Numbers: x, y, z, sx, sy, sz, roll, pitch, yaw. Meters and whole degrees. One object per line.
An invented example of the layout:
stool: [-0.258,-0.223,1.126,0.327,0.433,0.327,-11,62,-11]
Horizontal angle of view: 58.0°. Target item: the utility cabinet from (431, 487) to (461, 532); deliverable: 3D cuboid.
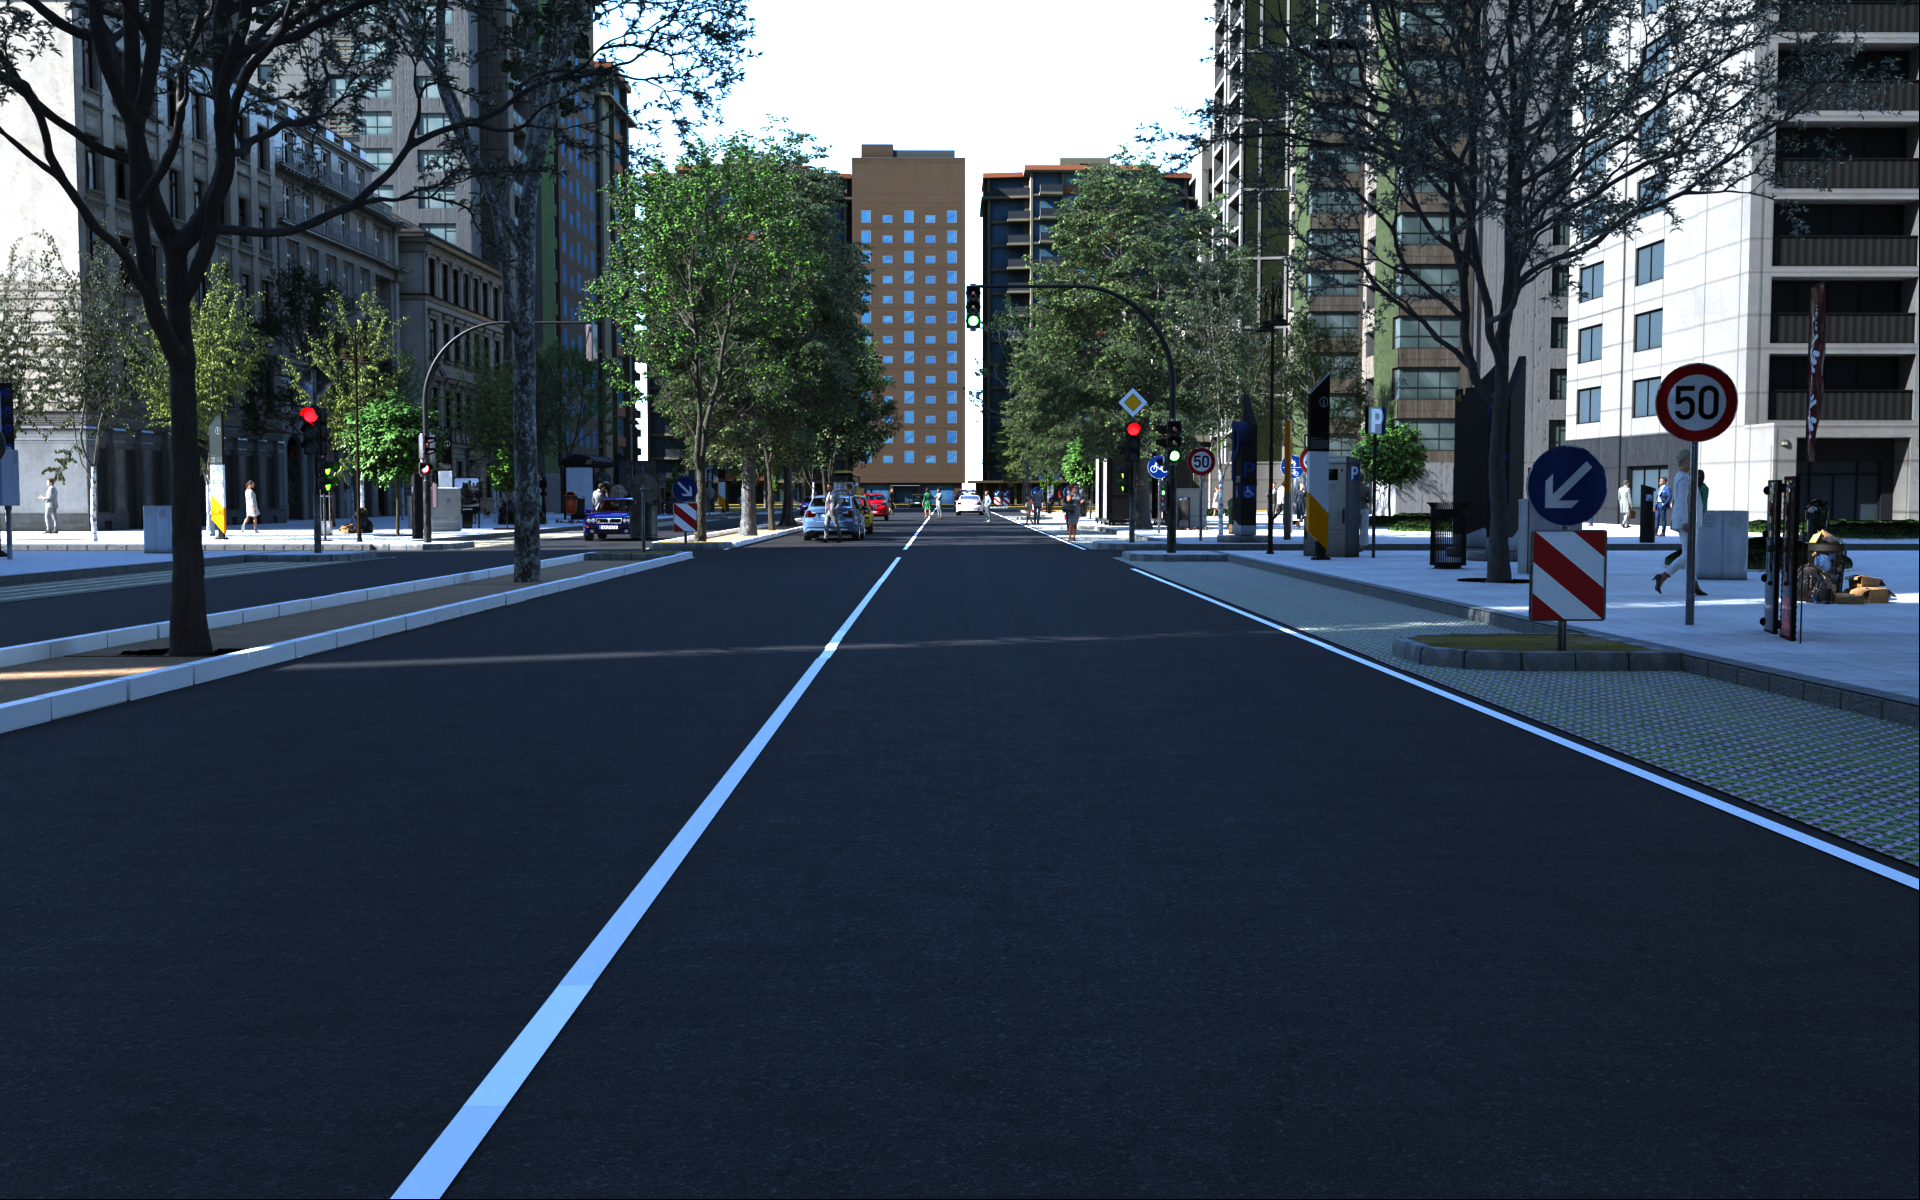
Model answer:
utility cabinet: [-17.295,-3.018,58.026,0.318,1.500,1.173,3,4,38]

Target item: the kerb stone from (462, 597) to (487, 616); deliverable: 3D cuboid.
kerb stone: [-5.884,0.091,20.703,0.120,0.150,1.000,0,4,0]

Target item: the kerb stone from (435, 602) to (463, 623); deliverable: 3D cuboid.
kerb stone: [-5.872,0.154,19.675,0.120,0.150,1.000,0,4,0]

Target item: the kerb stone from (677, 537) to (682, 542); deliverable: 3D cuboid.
kerb stone: [-8.202,-1.688,49.879,0.120,0.150,1.000,0,4,0]

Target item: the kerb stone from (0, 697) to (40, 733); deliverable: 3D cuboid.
kerb stone: [-5.803,0.719,10.444,0.120,0.150,1.000,0,4,0]

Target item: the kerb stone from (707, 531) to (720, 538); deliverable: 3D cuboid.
kerb stone: [-8.276,-2.194,58.086,0.120,0.150,1.000,0,4,0]

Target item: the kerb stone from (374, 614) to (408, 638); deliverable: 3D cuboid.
kerb stone: [-5.859,0.280,17.625,0.120,0.150,1.000,0,4,0]

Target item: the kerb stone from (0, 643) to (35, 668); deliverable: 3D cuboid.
kerb stone: [-7.933,0.471,14.491,0.120,0.150,1.000,0,4,0]

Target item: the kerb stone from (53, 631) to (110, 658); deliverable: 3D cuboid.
kerb stone: [-7.944,0.409,15.513,0.120,0.150,1.000,0,4,0]

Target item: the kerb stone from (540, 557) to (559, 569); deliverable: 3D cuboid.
kerb stone: [-8.077,-0.719,33.955,0.120,0.150,1.000,0,4,0]

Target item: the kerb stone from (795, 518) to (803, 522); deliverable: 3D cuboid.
kerb stone: [-8.522,-4.264,91.906,0.120,0.150,1.000,0,4,0]

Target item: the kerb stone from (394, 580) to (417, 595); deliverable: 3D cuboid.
kerb stone: [-8.013,-0.156,24.743,0.120,0.150,1.000,0,4,0]

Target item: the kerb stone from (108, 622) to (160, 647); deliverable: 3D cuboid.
kerb stone: [-7.953,0.346,16.535,0.120,0.150,1.000,0,4,0]

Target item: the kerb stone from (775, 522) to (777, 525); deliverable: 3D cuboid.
kerb stone: [-8.409,-3.381,77.554,0.120,0.150,1.000,0,4,0]

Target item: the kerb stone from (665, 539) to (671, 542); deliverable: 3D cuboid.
kerb stone: [-8.192,-1.568,47.834,0.120,0.150,1.000,0,4,0]

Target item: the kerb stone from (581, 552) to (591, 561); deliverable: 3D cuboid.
kerb stone: [-8.105,-0.908,37.040,0.120,0.150,1.000,0,4,0]

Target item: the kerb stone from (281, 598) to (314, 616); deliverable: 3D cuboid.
kerb stone: [-7.977,0.095,20.645,0.120,0.150,1.000,0,4,0]

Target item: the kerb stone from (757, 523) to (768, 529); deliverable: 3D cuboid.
kerb stone: [-8.378,-3.131,73.463,0.120,0.150,1.000,0,4,0]

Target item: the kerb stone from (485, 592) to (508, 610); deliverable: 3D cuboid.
kerb stone: [-5.894,0.030,21.727,0.120,0.150,1.000,0,4,0]

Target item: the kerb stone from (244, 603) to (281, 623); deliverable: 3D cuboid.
kerb stone: [-7.972,0.159,19.616,0.120,0.150,1.000,0,4,0]

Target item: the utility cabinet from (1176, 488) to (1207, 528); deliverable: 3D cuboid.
utility cabinet: [8.577,-3.411,64.445,1.173,1.500,0.318,0,4,-1]

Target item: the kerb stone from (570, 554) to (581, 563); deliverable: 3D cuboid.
kerb stone: [-8.099,-0.845,36.004,0.120,0.150,1.000,0,4,0]

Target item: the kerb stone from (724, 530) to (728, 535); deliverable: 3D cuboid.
kerb stone: [-8.281,-2.319,60.130,0.120,0.150,1.000,0,4,0]

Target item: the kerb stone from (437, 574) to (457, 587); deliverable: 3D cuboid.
kerb stone: [-8.027,-0.281,26.789,0.120,0.150,1.000,0,4,0]

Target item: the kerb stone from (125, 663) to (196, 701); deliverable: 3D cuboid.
kerb stone: [-5.811,0.593,12.495,0.120,0.150,1.000,0,4,0]

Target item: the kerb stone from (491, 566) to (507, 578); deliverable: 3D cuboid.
kerb stone: [-8.043,-0.469,29.858,0.120,0.150,1.000,0,4,0]

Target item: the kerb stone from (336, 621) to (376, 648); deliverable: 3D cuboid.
kerb stone: [-5.853,0.342,16.603,0.120,0.150,1.000,0,4,0]

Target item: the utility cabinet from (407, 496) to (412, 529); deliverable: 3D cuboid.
utility cabinet: [-20.398,-3.268,64.592,0.306,1.237,1.020,-1,4,-23]

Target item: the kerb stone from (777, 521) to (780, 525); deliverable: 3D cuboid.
kerb stone: [-8.437,-3.572,80.633,0.120,0.150,1.000,0,4,0]

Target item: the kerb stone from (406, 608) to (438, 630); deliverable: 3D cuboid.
kerb stone: [-5.861,0.217,18.651,0.120,0.150,1.000,0,4,0]

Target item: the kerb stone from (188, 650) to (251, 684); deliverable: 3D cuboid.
kerb stone: [-5.821,0.530,13.533,0.120,0.150,1.000,0,4,0]

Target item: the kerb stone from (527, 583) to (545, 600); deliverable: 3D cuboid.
kerb stone: [-5.908,-0.095,23.780,0.120,0.150,1.000,0,4,0]

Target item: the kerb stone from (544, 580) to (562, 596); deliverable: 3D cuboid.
kerb stone: [-5.914,-0.159,24.801,0.120,0.150,1.000,0,4,0]

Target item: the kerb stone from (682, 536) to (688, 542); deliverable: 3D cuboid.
kerb stone: [-8.212,-1.756,50.901,0.120,0.150,1.000,0,4,0]

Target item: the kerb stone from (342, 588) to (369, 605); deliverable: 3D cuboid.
kerb stone: [-7.999,-0.030,22.689,0.120,0.150,1.000,0,4,0]

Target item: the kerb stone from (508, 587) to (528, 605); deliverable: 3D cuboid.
kerb stone: [-5.887,-0.034,22.753,0.120,0.150,1.000,0,4,0]

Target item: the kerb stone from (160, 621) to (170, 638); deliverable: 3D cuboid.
kerb stone: [-7.949,0.283,17.562,0.120,0.150,1.000,0,4,0]

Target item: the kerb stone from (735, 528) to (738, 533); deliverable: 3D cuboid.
kerb stone: [-8.308,-2.509,63.223,0.120,0.150,1.000,0,4,0]

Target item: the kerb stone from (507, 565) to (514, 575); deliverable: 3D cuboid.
kerb stone: [-8.059,-0.532,30.886,0.120,0.150,1.000,0,4,0]

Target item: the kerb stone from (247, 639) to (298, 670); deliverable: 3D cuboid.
kerb stone: [-5.837,0.469,14.555,0.120,0.150,1.000,0,4,0]

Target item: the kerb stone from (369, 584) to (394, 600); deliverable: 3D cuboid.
kerb stone: [-7.999,-0.093,23.710,0.120,0.150,1.000,0,4,0]

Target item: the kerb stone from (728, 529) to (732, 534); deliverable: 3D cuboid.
kerb stone: [-8.283,-2.384,61.174,0.120,0.150,1.000,0,4,0]

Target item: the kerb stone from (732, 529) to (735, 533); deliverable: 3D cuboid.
kerb stone: [-8.304,-2.445,62.197,0.120,0.150,1.000,0,4,0]

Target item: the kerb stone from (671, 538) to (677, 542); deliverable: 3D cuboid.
kerb stone: [-8.195,-1.631,48.857,0.120,0.150,1.000,0,4,0]

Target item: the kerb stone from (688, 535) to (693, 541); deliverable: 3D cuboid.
kerb stone: [-8.216,-1.818,51.923,0.120,0.150,1.000,0,4,0]

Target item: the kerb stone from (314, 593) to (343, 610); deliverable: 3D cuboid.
kerb stone: [-7.986,0.038,21.667,0.120,0.150,1.000,0,4,0]

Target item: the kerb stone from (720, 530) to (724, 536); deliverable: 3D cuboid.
kerb stone: [-8.278,-2.258,59.108,0.120,0.150,1.000,0,4,0]

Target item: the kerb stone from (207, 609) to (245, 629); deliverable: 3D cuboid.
kerb stone: [-7.967,0.222,18.595,0.120,0.150,1.000,0,4,0]

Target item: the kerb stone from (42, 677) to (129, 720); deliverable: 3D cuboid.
kerb stone: [-5.814,0.656,11.466,0.120,0.150,1.000,0,4,0]

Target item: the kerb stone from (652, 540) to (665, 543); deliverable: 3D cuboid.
kerb stone: [-8.173,-1.505,46.807,0.120,0.150,1.000,0,4,0]

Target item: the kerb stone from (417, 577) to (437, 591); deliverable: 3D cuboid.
kerb stone: [-8.020,-0.218,25.765,0.120,0.150,1.000,0,4,0]

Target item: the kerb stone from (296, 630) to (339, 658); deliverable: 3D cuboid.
kerb stone: [-5.846,0.407,15.578,0.120,0.150,1.000,0,4,0]

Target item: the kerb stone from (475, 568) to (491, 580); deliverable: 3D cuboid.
kerb stone: [-8.042,-0.401,28.833,0.120,0.150,1.000,0,4,0]

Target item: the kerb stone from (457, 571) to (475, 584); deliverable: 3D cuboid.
kerb stone: [-8.032,-0.343,27.810,0.120,0.150,1.000,0,4,0]

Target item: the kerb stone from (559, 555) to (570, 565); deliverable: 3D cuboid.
kerb stone: [-8.091,-0.778,34.982,0.120,0.150,1.000,0,4,0]
